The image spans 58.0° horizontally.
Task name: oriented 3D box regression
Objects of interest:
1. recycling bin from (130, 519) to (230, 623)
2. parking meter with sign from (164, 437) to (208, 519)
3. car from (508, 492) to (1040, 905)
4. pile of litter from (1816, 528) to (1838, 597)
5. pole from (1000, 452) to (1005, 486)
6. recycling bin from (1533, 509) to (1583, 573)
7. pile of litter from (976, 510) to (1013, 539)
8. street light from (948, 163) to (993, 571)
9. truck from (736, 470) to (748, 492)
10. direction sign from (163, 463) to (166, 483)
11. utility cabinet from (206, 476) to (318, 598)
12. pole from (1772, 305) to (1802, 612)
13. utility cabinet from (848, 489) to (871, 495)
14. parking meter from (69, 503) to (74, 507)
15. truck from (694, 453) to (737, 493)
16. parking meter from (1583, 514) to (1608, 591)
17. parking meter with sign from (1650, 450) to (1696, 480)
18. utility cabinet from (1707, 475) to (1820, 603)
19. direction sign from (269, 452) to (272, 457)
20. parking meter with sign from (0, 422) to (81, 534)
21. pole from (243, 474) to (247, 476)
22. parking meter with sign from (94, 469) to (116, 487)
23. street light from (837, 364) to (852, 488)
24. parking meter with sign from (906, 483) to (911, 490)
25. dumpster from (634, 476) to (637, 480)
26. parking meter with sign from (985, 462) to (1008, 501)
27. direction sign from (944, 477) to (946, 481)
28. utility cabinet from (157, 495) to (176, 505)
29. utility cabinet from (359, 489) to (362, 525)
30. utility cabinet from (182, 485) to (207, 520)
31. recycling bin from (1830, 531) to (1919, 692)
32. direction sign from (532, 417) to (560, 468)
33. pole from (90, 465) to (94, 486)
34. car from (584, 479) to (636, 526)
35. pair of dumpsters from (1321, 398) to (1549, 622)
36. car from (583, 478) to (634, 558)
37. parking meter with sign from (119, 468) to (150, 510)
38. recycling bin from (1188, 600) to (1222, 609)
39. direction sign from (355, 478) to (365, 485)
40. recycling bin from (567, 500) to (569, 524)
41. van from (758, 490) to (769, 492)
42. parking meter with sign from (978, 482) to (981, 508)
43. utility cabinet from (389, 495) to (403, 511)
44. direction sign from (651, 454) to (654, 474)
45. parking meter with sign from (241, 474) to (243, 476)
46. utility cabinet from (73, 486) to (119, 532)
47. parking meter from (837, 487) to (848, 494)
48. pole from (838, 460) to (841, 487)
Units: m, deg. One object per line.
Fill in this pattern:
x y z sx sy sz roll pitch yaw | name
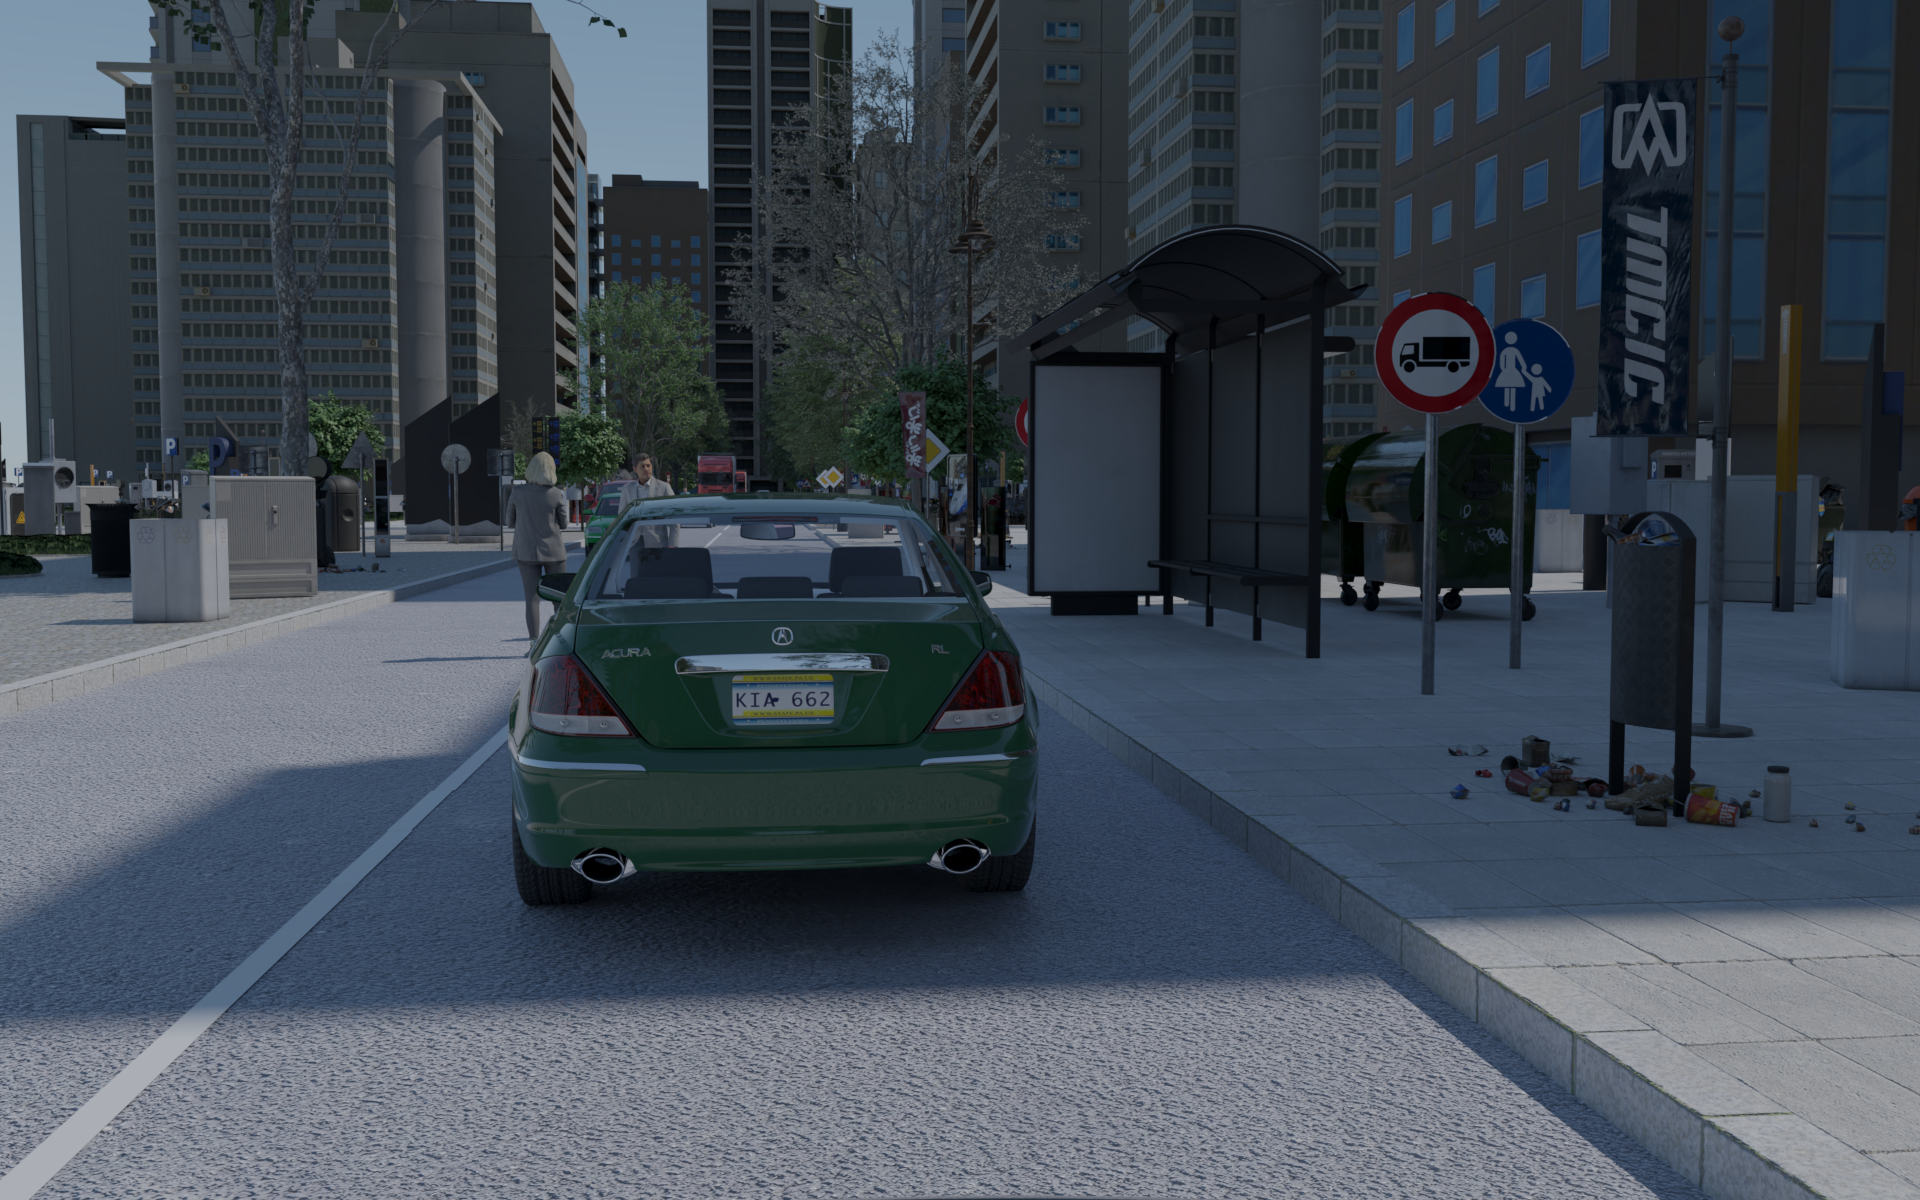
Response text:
-7.919 -0.309 17.602 0.722 1.027 0.722 0 4 -2 | recycling bin
-23.931 -3.545 54.216 0.543 3.016 1.738 2 4 27 | parking meter with sign
-0.827 0.259 7.557 2.131 1.459 4.920 0 4 -7 | car
11.277 -0.470 21.654 1.719 0.858 1.176 -3 5 -43 | pile of litter
2.054 -5.479 83.429 0.158 3.312 0.155 0 3 0 | pole
9.796 -0.979 28.563 0.722 1.027 0.722 0 4 -1 | recycling bin
0.993 -2.207 50.046 1.176 0.858 1.719 1 4 10 | pile of litter
0.140 -3.170 24.611 0.468 5.910 1.993 0 4 -6 | street light
-26.270 -13.078 202.743 2.839 4.237 11.283 0 4 -7 | truck
-58.036 -8.221 126.408 0.379 3.537 0.876 -1 4 -14 | direction sign
-8.566 -0.774 21.326 1.173 1.500 0.318 -3 4 -37 | utility cabinet
8.981 -1.527 18.802 0.158 3.312 0.155 0 3 0 | pole
-4.776 -4.438 81.234 1.173 1.500 0.318 -2 4 -34 | utility cabinet
-59.918 -6.803 116.944 0.399 1.863 0.255 0 4 5 | parking meter
-16.785 -8.002 119.751 2.839 4.237 11.283 0 4 -7 | truck
8.523 -0.899 23.114 0.372 1.533 0.369 0 3 0 | parking meter
12.388 -2.070 30.114 1.738 3.016 0.543 0 4 6 | parking meter with sign
9.487 -0.723 20.504 1.173 1.500 0.318 3 5 41 | utility cabinet
-37.003 -6.180 93.042 0.379 3.537 0.876 -1 4 -16 | direction sign
-22.471 -2.815 42.285 1.738 3.016 0.543 -2 4 -29 | parking meter with sign
-36.499 -5.785 88.435 0.158 3.312 0.155 0 3 0 | pole
-60.631 -7.735 122.732 0.543 3.016 1.738 1 4 12 | parking meter with sign
-4.112 -5.442 61.768 0.468 5.910 1.993 0 4 -6 | street light
-4.156 -8.054 127.939 1.738 3.016 0.543 -2 4 -24 | parking meter with sign
-17.504 -5.577 93.674 1.502 2.255 1.985 0 4 -7 | dumpster
2.168 -5.881 92.414 1.738 3.016 0.543 1 4 17 | parking meter with sign
-1.030 -6.707 101.649 0.876 3.537 0.379 0 4 2 | direction sign
-49.817 -5.968 108.740 1.020 1.237 0.306 0 4 3 | utility cabinet
-24.894 -3.776 70.411 1.173 1.500 0.318 -2 4 -24 | utility cabinet
-18.837 -2.125 43.417 1.173 1.500 0.318 -1 4 -20 | utility cabinet
6.275 0.060 11.575 0.722 1.027 0.722 1 4 19 | recycling bin
-12.164 -3.607 50.969 0.876 3.537 0.379 1 4 13 | direction sign
-60.355 -7.747 120.511 0.158 3.312 0.155 0 3 0 | pole
-8.461 -2.201 44.654 2.281 1.827 5.304 0 4 -7 | car
4.945 -1.033 19.378 1.574 2.255 4.437 0 4 -6 | pair of dumpsters
-7.408 -1.842 38.916 1.959 1.807 4.718 0 4 -7 | car
-55.464 -7.352 116.463 1.738 3.016 0.543 -3 5 -45 | parking meter with sign
3.084 -0.440 19.754 0.722 1.027 0.722 -2 4 -27 | recycling bin
-38.378 -7.236 110.305 0.876 3.537 0.379 -1 4 -16 | direction sign
-17.010 -3.706 73.154 0.722 1.027 0.722 2 4 24 | recycling bin
-21.267 -11.033 187.398 2.013 2.044 4.112 0 4 -8 | van
0.949 -6.960 110.049 1.738 3.016 0.543 -2 4 -24 | parking meter with sign
-33.493 -5.589 102.548 1.020 1.237 0.306 -3 5 -44 | utility cabinet
-17.505 -6.523 98.647 0.379 3.537 0.876 0 4 -3 | direction sign
-51.927 -8.013 127.269 1.738 3.016 0.543 0 4 -5 | parking meter with sign
-23.508 -2.355 47.177 0.318 1.500 1.173 2 4 26 | utility cabinet
-3.986 -3.076 58.704 0.372 1.533 0.369 0 3 0 | parking meter
-6.998 -6.538 100.744 0.158 3.312 0.155 0 3 0 | pole
